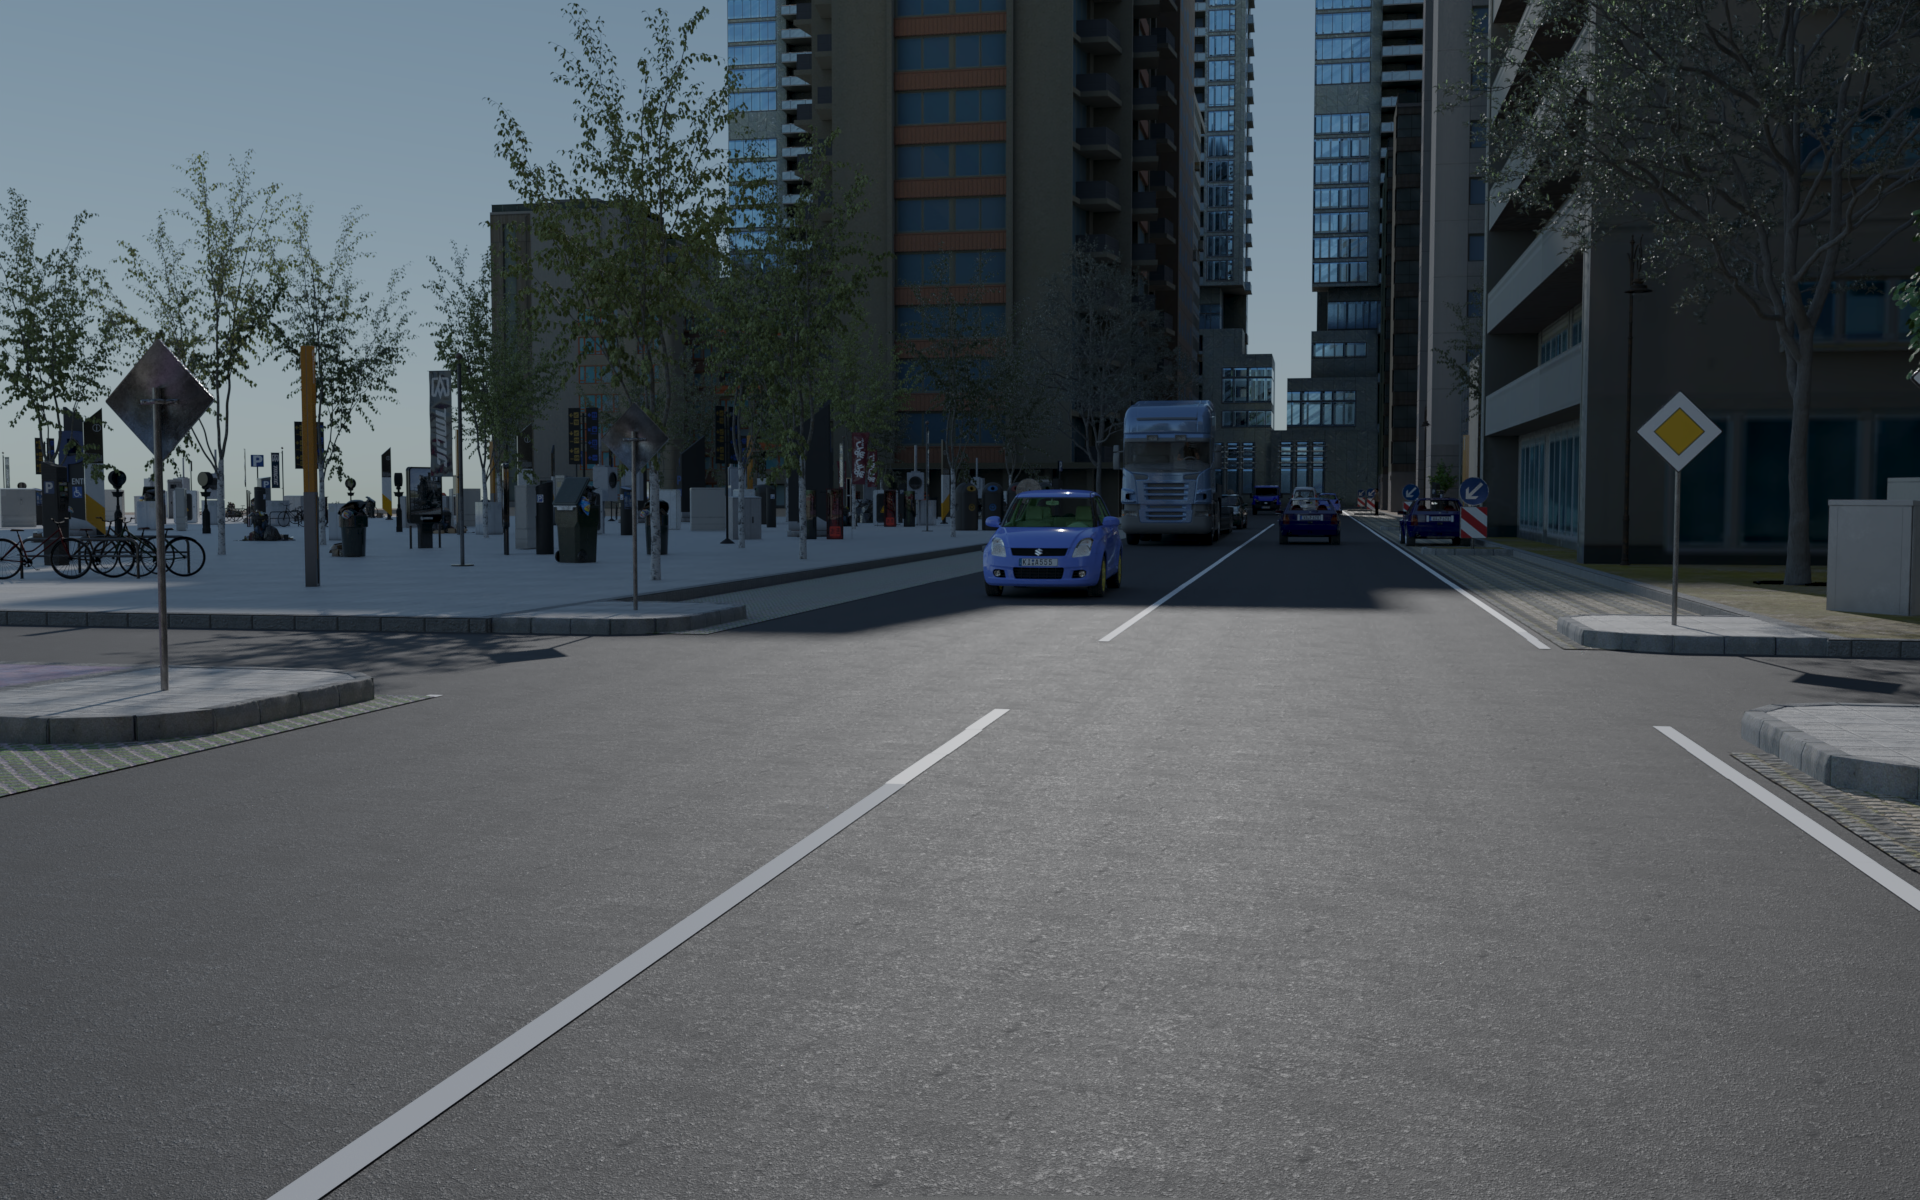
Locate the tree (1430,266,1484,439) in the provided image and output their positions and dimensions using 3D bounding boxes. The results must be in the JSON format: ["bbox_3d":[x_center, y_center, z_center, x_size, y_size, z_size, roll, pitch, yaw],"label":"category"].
[{"bbox_3d":[17.656,-6.509,56.781,4.360,8.622,3.978,0,3,0],"label":"tree"}]

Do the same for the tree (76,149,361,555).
[{"bbox_3d":[-15.897,-5.273,36.581,4.360,8.622,3.978,0,3,0],"label":"tree"}]

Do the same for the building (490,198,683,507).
[{"bbox_3d":[-37.312,-24.563,173.312,14.107,30.474,14.160,1,4,12],"label":"building"}]

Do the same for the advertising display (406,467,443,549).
[{"bbox_3d":[-12.652,-2.185,40.933,0.123,1.923,0.974,2,4,33],"label":"advertising display"}]

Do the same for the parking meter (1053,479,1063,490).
[{"bbox_3d":[3.724,-3.676,65.820,0.255,1.863,0.399,2,4,25],"label":"parking meter"}]

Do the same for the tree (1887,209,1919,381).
[{"bbox_3d":[9.958,-1.927,15.215,4.285,4.588,4.351,0,3,0],"label":"tree"}]

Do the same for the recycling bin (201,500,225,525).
[{"bbox_3d":[-31.250,-3.665,72.484,0.722,1.027,0.722,3,5,44],"label":"recycling bin"}]

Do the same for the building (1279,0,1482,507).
[{"bbox_3d":[48.702,-53.039,179.854,31.000,86.520,22.319,1,4,12],"label":"building"}]

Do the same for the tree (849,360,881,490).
[{"bbox_3d":[-4.272,-8.763,93.629,4.360,8.622,3.978,0,3,0],"label":"tree"}]

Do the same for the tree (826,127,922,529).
[{"bbox_3d":[-3.325,-5.103,33.799,4.737,8.622,4.395,0,3,0],"label":"tree"}]

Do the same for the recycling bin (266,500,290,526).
[{"bbox_3d":[-27.311,-3.467,69.241,0.722,1.027,0.722,1,4,23],"label":"recycling bin"}]

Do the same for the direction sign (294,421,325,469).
[{"bbox_3d":[-20.301,-3.799,54.109,0.876,3.537,0.379,-2,4,-29],"label":"direction sign"}]

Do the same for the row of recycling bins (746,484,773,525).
[{"bbox_3d":[-8.600,-4.125,74.549,1.069,1.692,3.534,-1,4,-14],"label":"row of recycling bins"}]

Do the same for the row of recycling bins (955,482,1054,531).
[{"bbox_3d":[1.564,-3.290,60.911,3.534,1.692,1.069,0,4,3],"label":"row of recycling bins"}]

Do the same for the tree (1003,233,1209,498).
[{"bbox_3d":[6.527,-10.525,82.455,12.009,13.543,11.850,0,3,0],"label":"tree"}]

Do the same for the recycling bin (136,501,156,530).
[{"bbox_3d":[-28.720,-2.990,61.446,0.722,1.027,0.722,0,4,-7],"label":"recycling bin"}]

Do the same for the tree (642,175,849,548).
[{"bbox_3d":[-4.945,-5.536,40.874,4.360,8.622,3.978,0,3,0],"label":"tree"}]

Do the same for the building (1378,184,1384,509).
[{"bbox_3d":[41.796,-22.645,141.947,14.160,30.474,14.107,1,4,12],"label":"building"}]

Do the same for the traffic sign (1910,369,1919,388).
[{"bbox_3d":[5.373,-0.332,9.066,0.795,2.450,0.064,1,4,12],"label":"traffic sign"}]

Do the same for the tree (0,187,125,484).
[{"bbox_3d":[-22.021,-5.588,41.727,4.737,8.622,4.395,0,3,0],"label":"tree"}]

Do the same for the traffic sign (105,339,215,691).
[{"bbox_3d":[-5.195,-0.466,11.258,0.795,2.450,0.064,1,4,12],"label":"traffic sign"}]

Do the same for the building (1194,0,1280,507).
[{"bbox_3d":[18.325,-53.416,186.030,31.000,86.520,22.319,1,4,12],"label":"building"}]

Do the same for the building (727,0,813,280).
[{"bbox_3d":[-12.745,-53.816,192.568,31.000,86.520,22.319,1,4,12],"label":"building"}]

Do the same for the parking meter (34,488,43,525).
[{"bbox_3d":[-37.948,-3.845,71.273,0.372,1.533,0.369,0,3,0],"label":"parking meter"}]

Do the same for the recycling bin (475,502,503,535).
[{"bbox_3d":[-14.925,-2.596,55.005,0.722,1.027,0.722,-3,4,-37],"label":"recycling bin"}]

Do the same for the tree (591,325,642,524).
[{"bbox_3d":[-14.031,-7.536,73.578,4.360,8.622,3.978,0,3,0],"label":"tree"}]

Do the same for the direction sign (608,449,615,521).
[{"bbox_3d":[-16.410,-5.472,81.468,0.379,3.537,0.876,0,4,-1],"label":"direction sign"}]

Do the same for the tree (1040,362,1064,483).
[{"bbox_3d":[2.101,-7.302,69.751,4.360,8.622,3.978,0,3,0],"label":"tree"}]

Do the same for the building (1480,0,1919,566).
[{"bbox_3d":[24.002,-25.367,38.447,21.300,48.544,21.600,1,4,12],"label":"building"}]

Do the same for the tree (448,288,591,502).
[{"bbox_3d":[-16.430,-6.846,62.288,4.360,8.622,3.978,0,3,0],"label":"tree"}]

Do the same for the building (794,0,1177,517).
[{"bbox_3d":[1.876,-27.779,108.805,22.147,44.769,28.867,1,4,12],"label":"building"}]

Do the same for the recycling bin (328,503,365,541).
[{"bbox_3d":[-17.040,-2.176,48.135,0.722,1.027,0.722,2,4,27],"label":"recycling bin"}]

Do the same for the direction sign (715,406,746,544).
[{"bbox_3d":[-6.020,-3.224,44.706,0.379,3.537,0.876,2,4,32],"label":"direction sign"}]

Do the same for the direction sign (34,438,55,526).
[{"bbox_3d":[-36.836,-4.758,69.786,0.379,3.537,0.876,2,4,24],"label":"direction sign"}]

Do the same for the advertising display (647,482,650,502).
[{"bbox_3d":[-16.459,-5.250,91.059,0.123,1.923,0.974,-2,4,-30],"label":"advertising display"}]

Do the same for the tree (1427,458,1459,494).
[{"bbox_3d":[25.637,-5.984,92.444,1.663,3.219,1.824,0,3,0],"label":"tree"}]

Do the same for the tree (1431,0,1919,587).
[{"bbox_3d":[11.807,-6.962,24.205,12.009,13.543,11.850,0,3,0],"label":"tree"}]

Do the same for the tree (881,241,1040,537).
[{"bbox_3d":[0.031,-6.177,51.351,4.360,8.622,3.978,0,3,0],"label":"tree"}]

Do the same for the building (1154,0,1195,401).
[{"bbox_3d":[9.982,-29.317,129.443,14.600,45.320,14.200,1,4,12],"label":"building"}]

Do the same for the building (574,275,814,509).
[{"bbox_3d":[-16.703,-19.396,162.165,28.899,21.520,27.650,1,4,12],"label":"building"}]

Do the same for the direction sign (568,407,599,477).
[{"bbox_3d":[-9.869,-3.270,45.465,0.876,3.537,0.379,1,4,18],"label":"direction sign"}]

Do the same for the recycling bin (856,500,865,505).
[{"bbox_3d":[-4.841,-4.157,80.515,0.722,1.027,0.722,1,4,9],"label":"recycling bin"}]

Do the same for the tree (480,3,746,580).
[{"bbox_3d":[-4.758,-4.595,25.484,4.737,8.622,4.395,0,3,0],"label":"tree"}]

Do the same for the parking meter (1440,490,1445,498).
[{"bbox_3d":[24.158,-4.805,86.968,0.372,1.533,0.369,0,3,0],"label":"parking meter"}]

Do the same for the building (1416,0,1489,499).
[{"bbox_3d":[38.663,-34.376,104.044,21.231,58.520,28.212,1,4,12],"label":"building"}]

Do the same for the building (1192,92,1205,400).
[{"bbox_3d":[9.204,-28.247,153.724,23.993,40.220,32.217,1,4,12],"label":"building"}]

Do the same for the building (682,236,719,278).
[{"bbox_3d":[-35.723,-25.860,194.515,14.107,30.474,14.160,1,4,12],"label":"building"}]

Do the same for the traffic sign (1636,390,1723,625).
[{"bbox_3d":[6.986,-0.810,16.887,0.795,2.450,0.064,1,4,12],"label":"traffic sign"}]

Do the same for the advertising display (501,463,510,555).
[{"bbox_3d":[-9.631,-1.926,36.706,0.123,1.923,0.974,-1,4,-17],"label":"advertising display"}]

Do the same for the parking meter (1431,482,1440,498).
[{"bbox_3d":[23.302,-4.839,84.832,0.255,1.863,0.399,-2,4,-24],"label":"parking meter"}]

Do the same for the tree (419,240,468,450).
[{"bbox_3d":[-13.745,-6.129,50.572,4.737,8.622,4.395,0,3,0],"label":"tree"}]

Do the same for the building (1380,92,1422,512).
[{"bbox_3d":[38.699,-21.718,126.794,14.160,30.474,14.107,1,4,12],"label":"building"}]

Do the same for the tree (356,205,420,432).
[{"bbox_3d":[-15.819,-5.693,43.440,4.360,8.622,3.978,0,3,0],"label":"tree"}]

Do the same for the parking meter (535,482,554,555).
[{"bbox_3d":[-8.826,-1.736,36.795,0.372,1.533,0.369,0,3,0],"label":"parking meter"}]

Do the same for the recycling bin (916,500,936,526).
[{"bbox_3d":[-1.383,-3.571,70.939,0.722,1.027,0.722,1,4,9],"label":"recycling bin"}]
